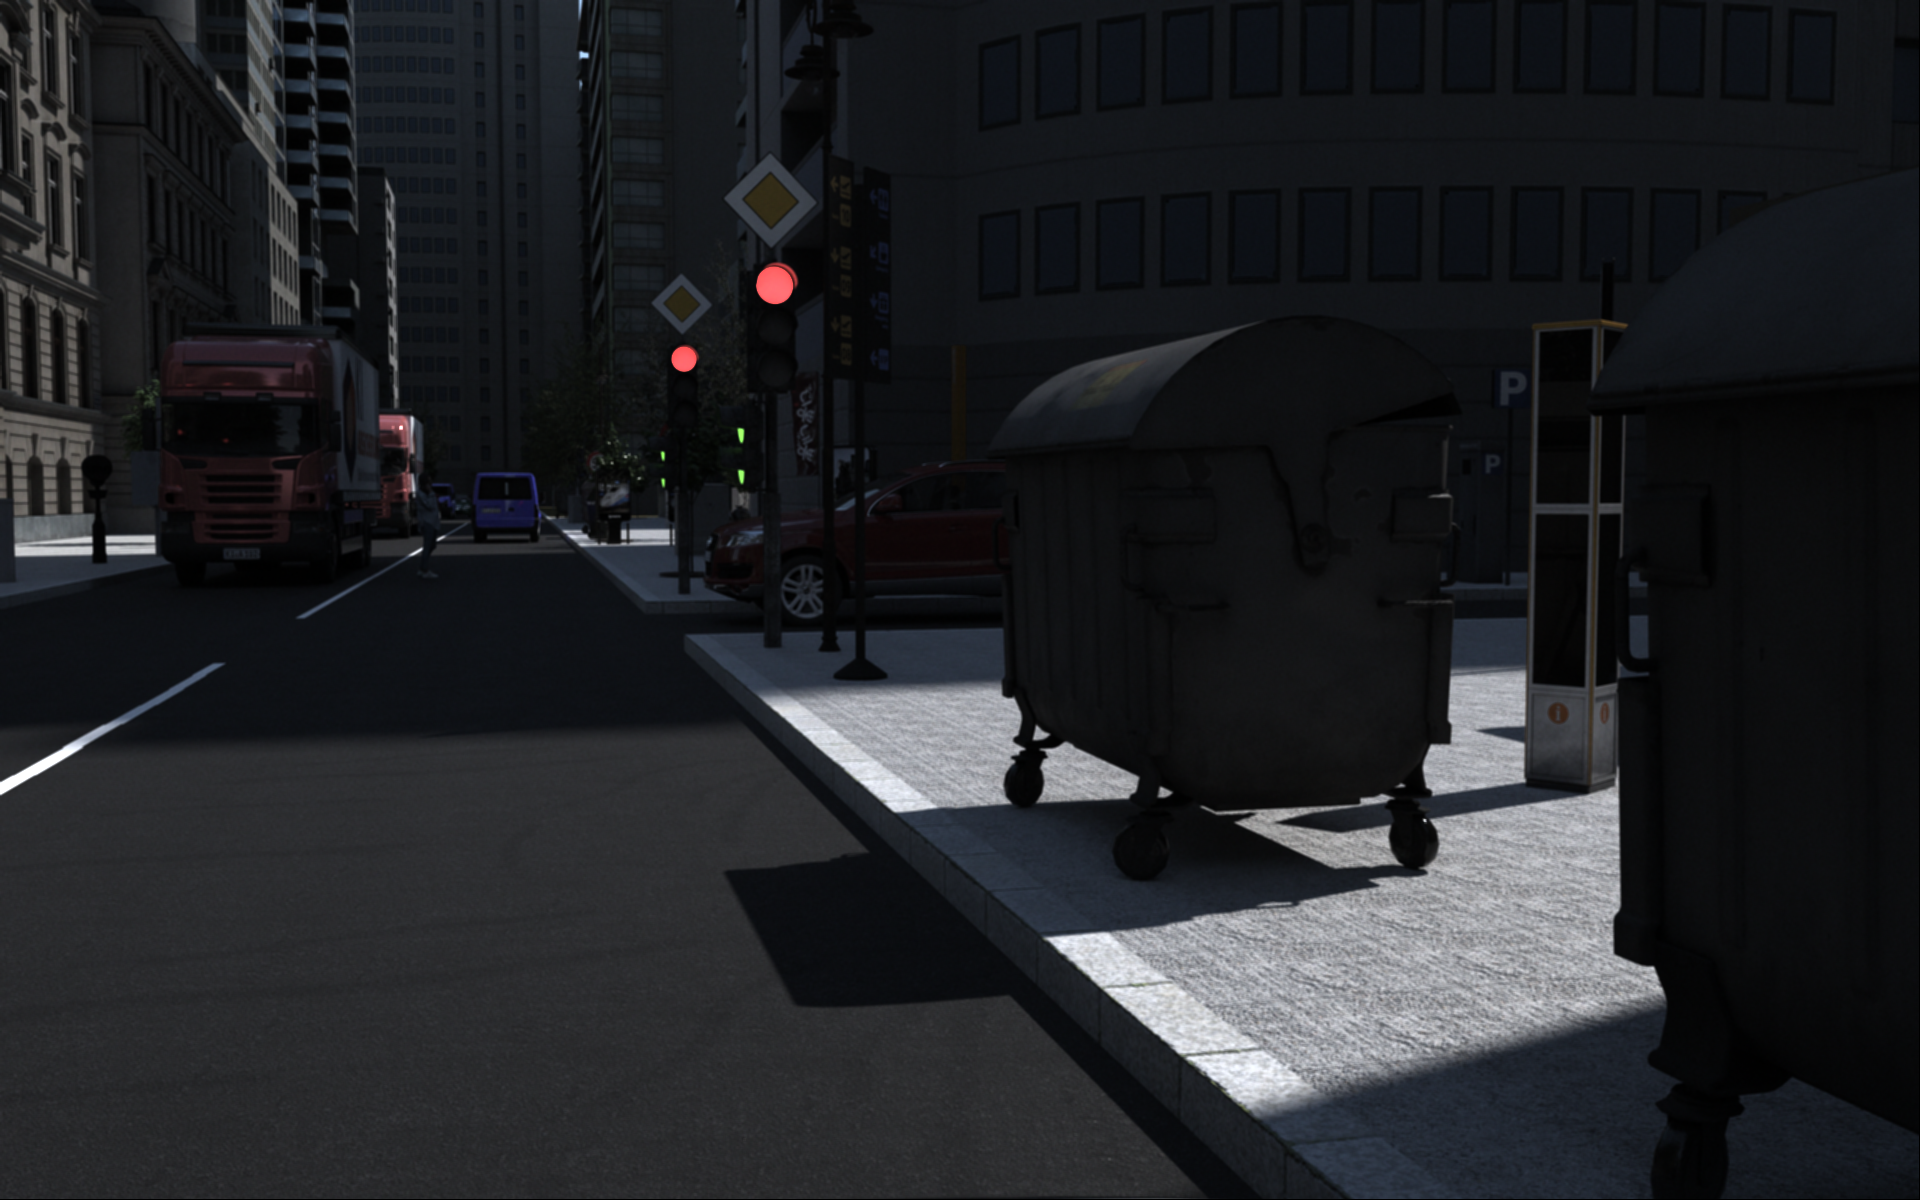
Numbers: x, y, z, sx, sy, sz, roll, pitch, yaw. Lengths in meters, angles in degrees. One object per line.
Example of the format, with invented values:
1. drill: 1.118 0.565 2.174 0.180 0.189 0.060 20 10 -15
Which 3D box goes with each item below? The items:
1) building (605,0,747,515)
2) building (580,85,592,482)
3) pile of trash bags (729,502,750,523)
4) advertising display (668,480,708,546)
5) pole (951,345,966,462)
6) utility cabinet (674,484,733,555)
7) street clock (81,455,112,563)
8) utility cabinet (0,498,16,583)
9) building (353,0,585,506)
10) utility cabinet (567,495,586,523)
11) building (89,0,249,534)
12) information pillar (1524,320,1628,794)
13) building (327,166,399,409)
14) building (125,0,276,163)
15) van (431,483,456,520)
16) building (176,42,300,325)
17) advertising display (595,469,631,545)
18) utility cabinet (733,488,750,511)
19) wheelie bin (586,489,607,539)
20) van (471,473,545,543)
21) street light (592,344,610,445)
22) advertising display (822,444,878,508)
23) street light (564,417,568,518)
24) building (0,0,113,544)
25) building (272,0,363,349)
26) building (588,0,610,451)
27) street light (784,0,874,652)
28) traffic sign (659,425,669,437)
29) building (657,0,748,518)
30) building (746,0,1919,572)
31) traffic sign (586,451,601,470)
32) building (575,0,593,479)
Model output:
1. building: -15.709 -26.193 111.856 14.154 41.232 14.086 -1 4 -14
2. building: -33.772 -32.889 187.839 14.200 45.320 14.600 -1 4 -14
3. pile of trash bags: -7.274 -2.764 54.943 1.912 1.369 3.447 2 4 33
4. advertising display: -6.712 -2.295 42.741 0.974 1.923 0.123 0 4 4
5. pole: -0.017 -1.834 23.822 0.158 3.312 0.155 0 3 0
6. utility cabinet: -5.387 -1.685 36.230 1.173 1.500 0.318 -3 5 -41
7. street clock: -15.959 -1.682 32.069 0.358 2.002 0.471 3 5 41
8. utility cabinet: -14.070 -0.831 24.754 0.306 1.237 1.020 2 4 25
9. building: -55.264 -39.383 185.910 28.212 58.520 21.231 -1 4 -14
10. utility cabinet: -16.869 -3.981 76.243 0.306 1.237 1.020 1 4 19
11. building: -32.749 -12.126 62.894 10.561 19.102 19.286 -1 4 -14
12. information pillar: 2.679 -0.186 7.539 0.304 2.012 0.304 3 5 42
13. building: -57.522 -23.382 153.989 14.107 30.474 14.160 -1 4 -14
14. building: -53.286 -24.954 99.871 32.217 40.220 23.993 -1 4 -14
15. van: -29.801 -5.759 98.550 2.240 2.365 5.245 -1 4 -14
16. building: -37.449 -13.845 81.115 10.420 20.320 16.860 -1 4 -14
17. advertising display: -8.820 -2.377 44.082 0.974 1.923 0.123 -3 5 -43
18. utility cabinet: -7.960 -3.360 63.619 0.318 1.500 1.173 1 4 21
19. wheelie bin: -10.205 -2.529 49.262 0.693 1.594 0.980 -3 4 -36
20. van: -13.807 -2.963 52.826 2.240 2.365 5.245 -1 4 -13
21. street light: -11.043 -4.927 53.337 0.468 5.910 1.993 -1 4 -14
22. advertising display: -1.445 -1.070 22.713 0.123 1.923 0.974 -3 5 -45
23. street light: -21.542 -7.449 94.580 0.468 5.910 1.993 -1 4 -14
24. building: -27.590 -13.270 36.048 14.460 24.649 34.723 -1 4 -14
25. building: -55.286 -49.791 126.746 22.319 86.520 31.000 -1 4 -14
26. building: -16.423 -30.961 129.917 21.300 48.544 21.600 -1 4 -14
27. street light: -1.067 -2.520 13.984 0.468 5.910 1.993 -1 4 -14
28. traffic sign: -4.701 -1.781 29.220 0.768 2.556 0.104 -1 4 -12
29. building: -2.285 -47.068 82.233 22.319 86.520 31.000 -1 4 -14
30. building: 10.464 -30.288 37.206 28.212 58.520 21.231 -1 4 -14
31. traffic sign: -10.577 -3.104 50.863 0.768 2.556 0.104 0 4 -7
32. building: -22.671 -30.599 154.923 22.147 44.769 28.867 -1 4 -14
